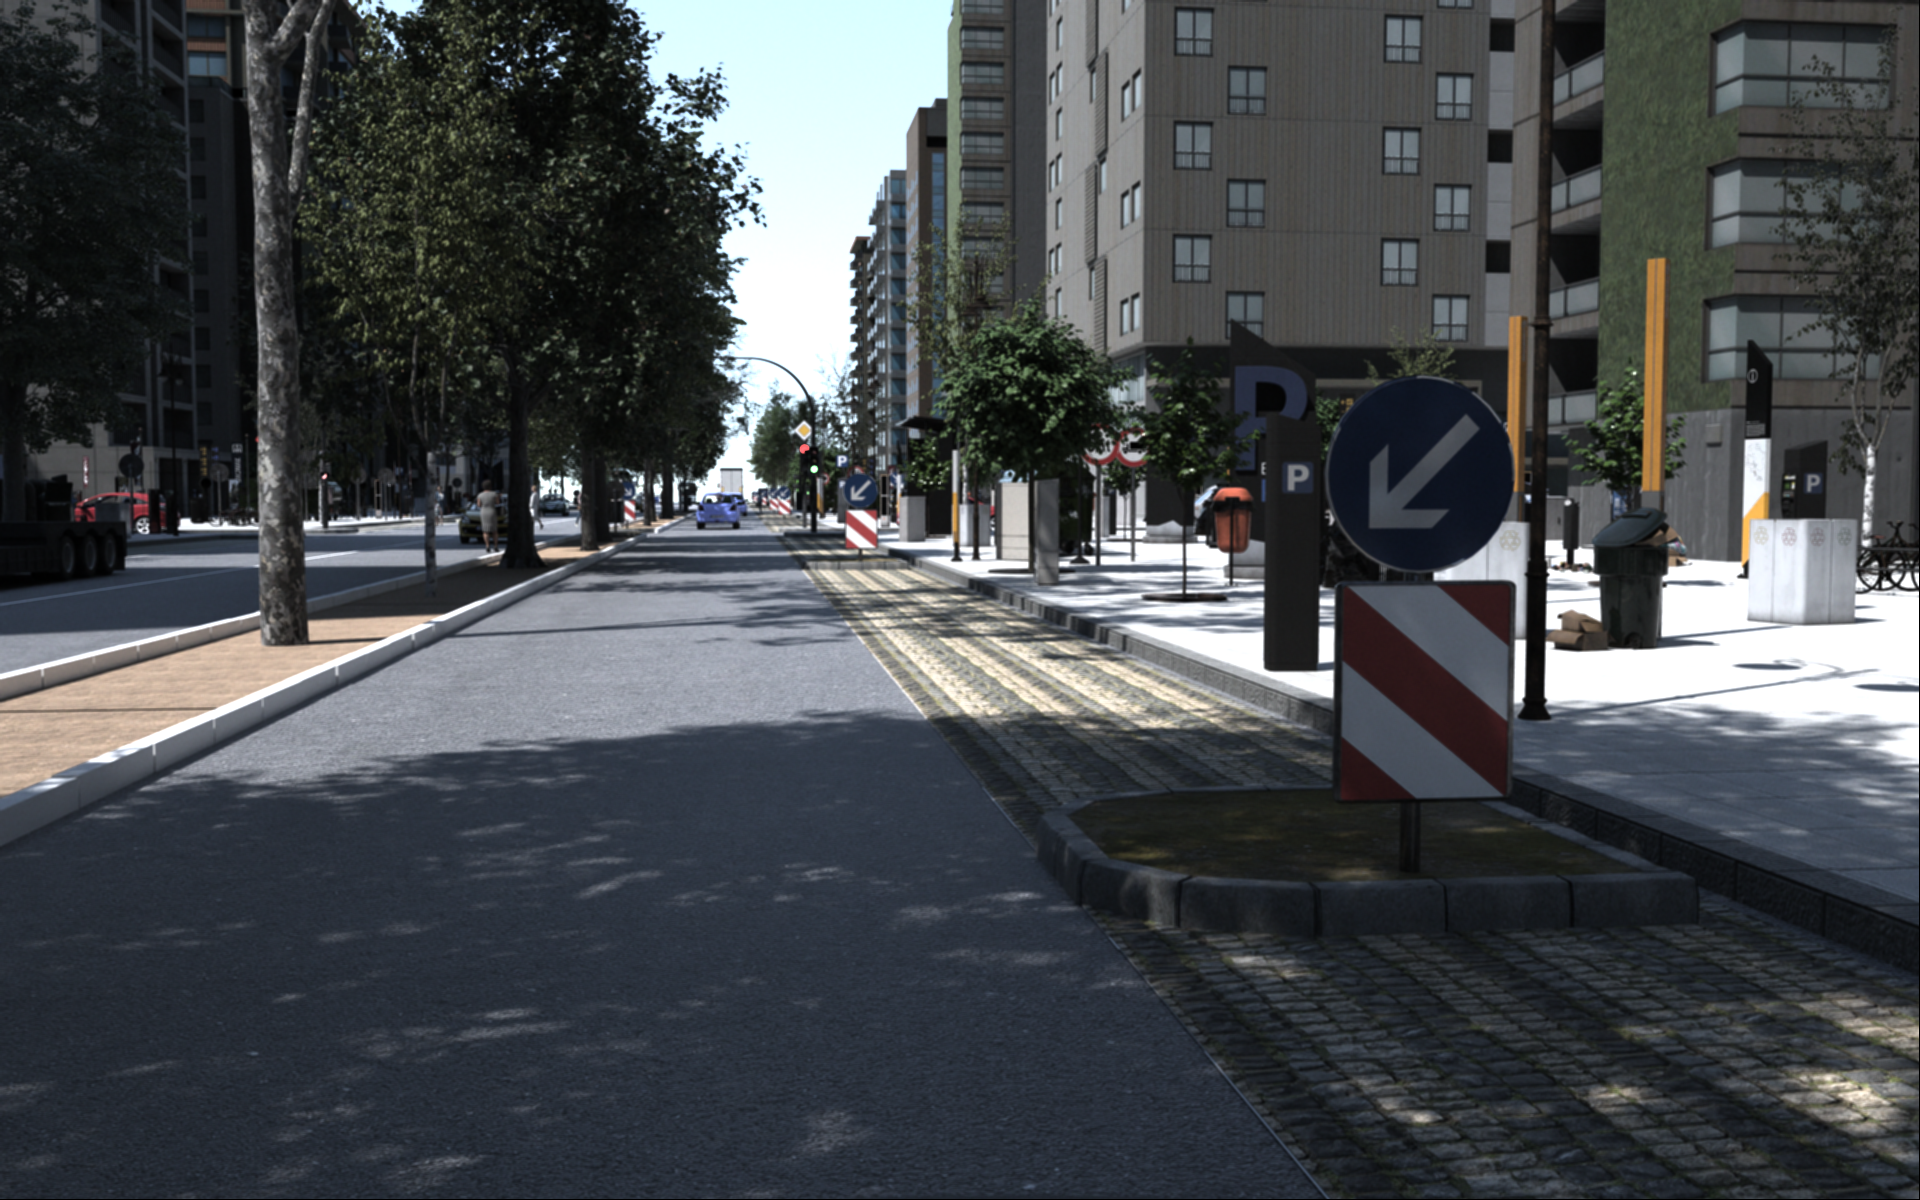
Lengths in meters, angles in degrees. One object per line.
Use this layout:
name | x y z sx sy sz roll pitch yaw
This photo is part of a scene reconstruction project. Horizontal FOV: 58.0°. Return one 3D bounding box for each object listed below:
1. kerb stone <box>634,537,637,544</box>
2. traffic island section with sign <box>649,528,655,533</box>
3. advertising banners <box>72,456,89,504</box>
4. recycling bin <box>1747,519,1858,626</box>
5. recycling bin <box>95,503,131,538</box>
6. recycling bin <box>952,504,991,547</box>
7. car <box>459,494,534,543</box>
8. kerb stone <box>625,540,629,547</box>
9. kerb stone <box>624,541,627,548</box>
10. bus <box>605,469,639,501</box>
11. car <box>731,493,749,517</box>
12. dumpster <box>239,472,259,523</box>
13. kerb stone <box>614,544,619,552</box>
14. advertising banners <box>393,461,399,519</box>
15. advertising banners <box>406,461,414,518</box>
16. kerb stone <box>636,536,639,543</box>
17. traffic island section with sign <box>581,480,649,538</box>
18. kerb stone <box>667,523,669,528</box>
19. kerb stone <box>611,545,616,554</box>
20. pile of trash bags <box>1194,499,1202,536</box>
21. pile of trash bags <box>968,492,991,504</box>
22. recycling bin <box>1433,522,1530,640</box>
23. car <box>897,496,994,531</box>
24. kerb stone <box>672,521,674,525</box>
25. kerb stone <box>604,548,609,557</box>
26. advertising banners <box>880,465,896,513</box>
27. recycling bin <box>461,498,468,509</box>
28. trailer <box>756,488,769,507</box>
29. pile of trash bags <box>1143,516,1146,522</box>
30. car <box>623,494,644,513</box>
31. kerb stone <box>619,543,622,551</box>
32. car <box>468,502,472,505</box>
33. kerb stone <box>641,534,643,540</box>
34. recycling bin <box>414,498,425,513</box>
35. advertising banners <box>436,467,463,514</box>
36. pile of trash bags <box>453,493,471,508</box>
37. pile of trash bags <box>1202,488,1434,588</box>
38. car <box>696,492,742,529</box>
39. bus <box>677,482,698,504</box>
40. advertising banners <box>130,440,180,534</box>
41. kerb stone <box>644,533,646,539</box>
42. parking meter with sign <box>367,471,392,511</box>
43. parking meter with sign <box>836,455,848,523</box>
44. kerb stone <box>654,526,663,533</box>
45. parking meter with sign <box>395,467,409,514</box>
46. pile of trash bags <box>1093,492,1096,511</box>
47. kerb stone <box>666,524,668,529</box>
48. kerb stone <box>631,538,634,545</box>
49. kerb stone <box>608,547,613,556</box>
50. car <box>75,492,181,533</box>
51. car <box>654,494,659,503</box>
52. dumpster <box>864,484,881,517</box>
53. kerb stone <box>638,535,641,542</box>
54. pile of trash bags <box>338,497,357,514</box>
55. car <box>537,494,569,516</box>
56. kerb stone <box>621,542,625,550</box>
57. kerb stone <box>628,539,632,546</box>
kerb stone | -9.325 -1.644 49.075 0.120 0.150 1.000 0 4 -7
traffic island section with sign | -12.393 -3.459 64.690 2.006 1.907 1.989 0 4 -7
advertising banners | -40.710 -5.126 79.990 2.074 3.025 0.090 3 4 38
recycling bin | 8.403 -0.290 17.288 0.722 1.027 0.722 -1 4 -20
recycling bin | -24.419 -2.286 49.937 0.722 1.027 0.722 0 4 -1
recycling bin | 0.276 -1.820 42.316 0.722 1.027 0.722 -2 4 -30
car | -13.806 -2.534 51.662 2.015 1.641 3.980 0 4 -5
kerb stone | -8.944 -1.456 46.027 0.120 0.150 1.000 0 4 -7
kerb stone | -8.813 -1.393 45.010 0.120 0.150 1.000 0 4 -7
bus | -33.481 -10.993 171.277 2.896 3.916 12.252 0 4 -7
car | -14.551 -6.221 111.309 1.945 1.707 3.694 0 4 -6
dumpster | -31.574 -4.556 76.978 1.502 2.255 1.985 0 4 -7
kerb stone | -8.431 -1.209 41.958 0.120 0.150 1.000 0 4 -7
advertising banners | -29.480 -5.755 90.288 0.090 3.025 2.074 -1 4 -16
advertising banners | -29.453 -5.921 93.003 0.090 3.025 2.074 -1 4 -14
kerb stone | -9.458 -1.706 50.096 0.120 0.150 1.000 0 4 -7
traffic island section with sign | -11.465 -3.009 57.341 2.006 1.907 1.989 0 4 -7
kerb stone | -12.110 -2.982 70.954 0.120 0.150 1.000 0 4 -7
kerb stone | -8.295 -1.146 40.939 0.120 0.150 1.000 0 4 -7
pile of trash bags | 8.589 -2.751 54.734 1.912 1.369 3.447 1 4 22
pile of trash bags | 1.203 -5.081 92.821 1.912 1.369 3.447 -3 4 -38
recycling bin | 4.681 -0.185 15.587 0.722 1.027 0.722 0 4 6
car | -0.058 -3.302 63.020 4.494 1.783 2.155 0 4 -8
kerb stone | -12.763 -3.293 76.040 0.120 0.150 1.000 0 4 -7
kerb stone | -8.033 -1.016 38.899 0.120 0.150 1.000 0 4 -7
advertising banners | -4.859 -6.622 104.455 2.074 3.025 0.090 -1 4 -12
recycling bin | -35.466 -6.764 123.146 0.722 1.027 0.722 0 4 4
trailer | -19.202 -9.899 168.898 1.471 1.999 3.904 -1 4 -8
pile of trash bags | 9.814 -4.250 79.237 1.912 1.369 3.447 -1 4 -21
car | -25.472 -7.628 134.939 2.015 1.641 3.980 0 4 -6
kerb stone | -8.554 -1.270 42.975 0.120 0.150 1.000 0 4 -7
car | -23.062 -4.471 85.095 2.014 1.417 4.499 0 4 -6
kerb stone | -9.712 -1.827 52.125 0.120 0.150 1.000 0 4 -7
recycling bin | -36.147 -6.324 115.949 0.722 1.027 0.722 -1 4 -16
advertising banners | -32.850 -7.018 110.930 2.074 3.025 0.090 -3 5 -43
pile of trash bags | -38.814 -7.464 131.796 1.912 1.369 3.447 3 5 42
pile of trash bags | 5.224 -0.881 24.151 3.447 1.369 1.912 1 4 13
car | -10.019 -3.812 71.913 1.945 1.707 3.694 0 4 -6
bus | -40.063 -15.877 254.455 2.948 3.499 13.247 -1 4 -9
advertising banners | -25.930 -3.642 55.732 2.074 3.025 0.090 2 4 24
kerb stone | -9.978 -1.956 54.175 0.120 0.150 1.000 0 4 -7
parking meter with sign | -42.909 -8.059 128.028 1.738 3.016 0.543 -1 4 -16
parking meter with sign | -5.211 -4.909 76.524 0.543 3.016 1.738 0 4 -3
kerb stone | -11.467 -2.668 65.856 0.120 0.150 1.000 0 4 -7
parking meter with sign | -35.748 -7.031 111.224 0.543 3.016 1.738 -2 4 -34
pile of trash bags | 5.699 -4.616 85.220 1.912 1.369 3.447 3 4 36
kerb stone | -11.986 -2.919 69.931 0.120 0.150 1.000 0 4 -7
kerb stone | -9.207 -1.582 48.060 0.120 0.150 1.000 0 4 -7
kerb stone | -8.162 -1.082 39.913 0.120 0.150 1.000 0 4 -7
car | -29.530 -3.125 60.128 4.494 1.783 2.155 0 4 -7
car | -45.642 -15.265 259.173 1.945 1.707 3.694 0 4 -8
dumpster | -5.040 -5.670 95.202 1.502 2.255 1.985 0 4 -7
kerb stone | -9.585 -1.764 51.111 0.120 0.150 1.000 0 4 -7
pile of trash bags | -40.758 -6.259 112.094 1.912 1.369 3.447 2 4 26
car | -26.451 -6.167 112.622 2.131 1.459 4.920 -1 4 -9
kerb stone | -8.672 -1.333 43.991 0.120 0.150 1.000 0 4 -7
kerb stone | -9.066 -1.517 47.042 0.120 0.150 1.000 0 4 -7
